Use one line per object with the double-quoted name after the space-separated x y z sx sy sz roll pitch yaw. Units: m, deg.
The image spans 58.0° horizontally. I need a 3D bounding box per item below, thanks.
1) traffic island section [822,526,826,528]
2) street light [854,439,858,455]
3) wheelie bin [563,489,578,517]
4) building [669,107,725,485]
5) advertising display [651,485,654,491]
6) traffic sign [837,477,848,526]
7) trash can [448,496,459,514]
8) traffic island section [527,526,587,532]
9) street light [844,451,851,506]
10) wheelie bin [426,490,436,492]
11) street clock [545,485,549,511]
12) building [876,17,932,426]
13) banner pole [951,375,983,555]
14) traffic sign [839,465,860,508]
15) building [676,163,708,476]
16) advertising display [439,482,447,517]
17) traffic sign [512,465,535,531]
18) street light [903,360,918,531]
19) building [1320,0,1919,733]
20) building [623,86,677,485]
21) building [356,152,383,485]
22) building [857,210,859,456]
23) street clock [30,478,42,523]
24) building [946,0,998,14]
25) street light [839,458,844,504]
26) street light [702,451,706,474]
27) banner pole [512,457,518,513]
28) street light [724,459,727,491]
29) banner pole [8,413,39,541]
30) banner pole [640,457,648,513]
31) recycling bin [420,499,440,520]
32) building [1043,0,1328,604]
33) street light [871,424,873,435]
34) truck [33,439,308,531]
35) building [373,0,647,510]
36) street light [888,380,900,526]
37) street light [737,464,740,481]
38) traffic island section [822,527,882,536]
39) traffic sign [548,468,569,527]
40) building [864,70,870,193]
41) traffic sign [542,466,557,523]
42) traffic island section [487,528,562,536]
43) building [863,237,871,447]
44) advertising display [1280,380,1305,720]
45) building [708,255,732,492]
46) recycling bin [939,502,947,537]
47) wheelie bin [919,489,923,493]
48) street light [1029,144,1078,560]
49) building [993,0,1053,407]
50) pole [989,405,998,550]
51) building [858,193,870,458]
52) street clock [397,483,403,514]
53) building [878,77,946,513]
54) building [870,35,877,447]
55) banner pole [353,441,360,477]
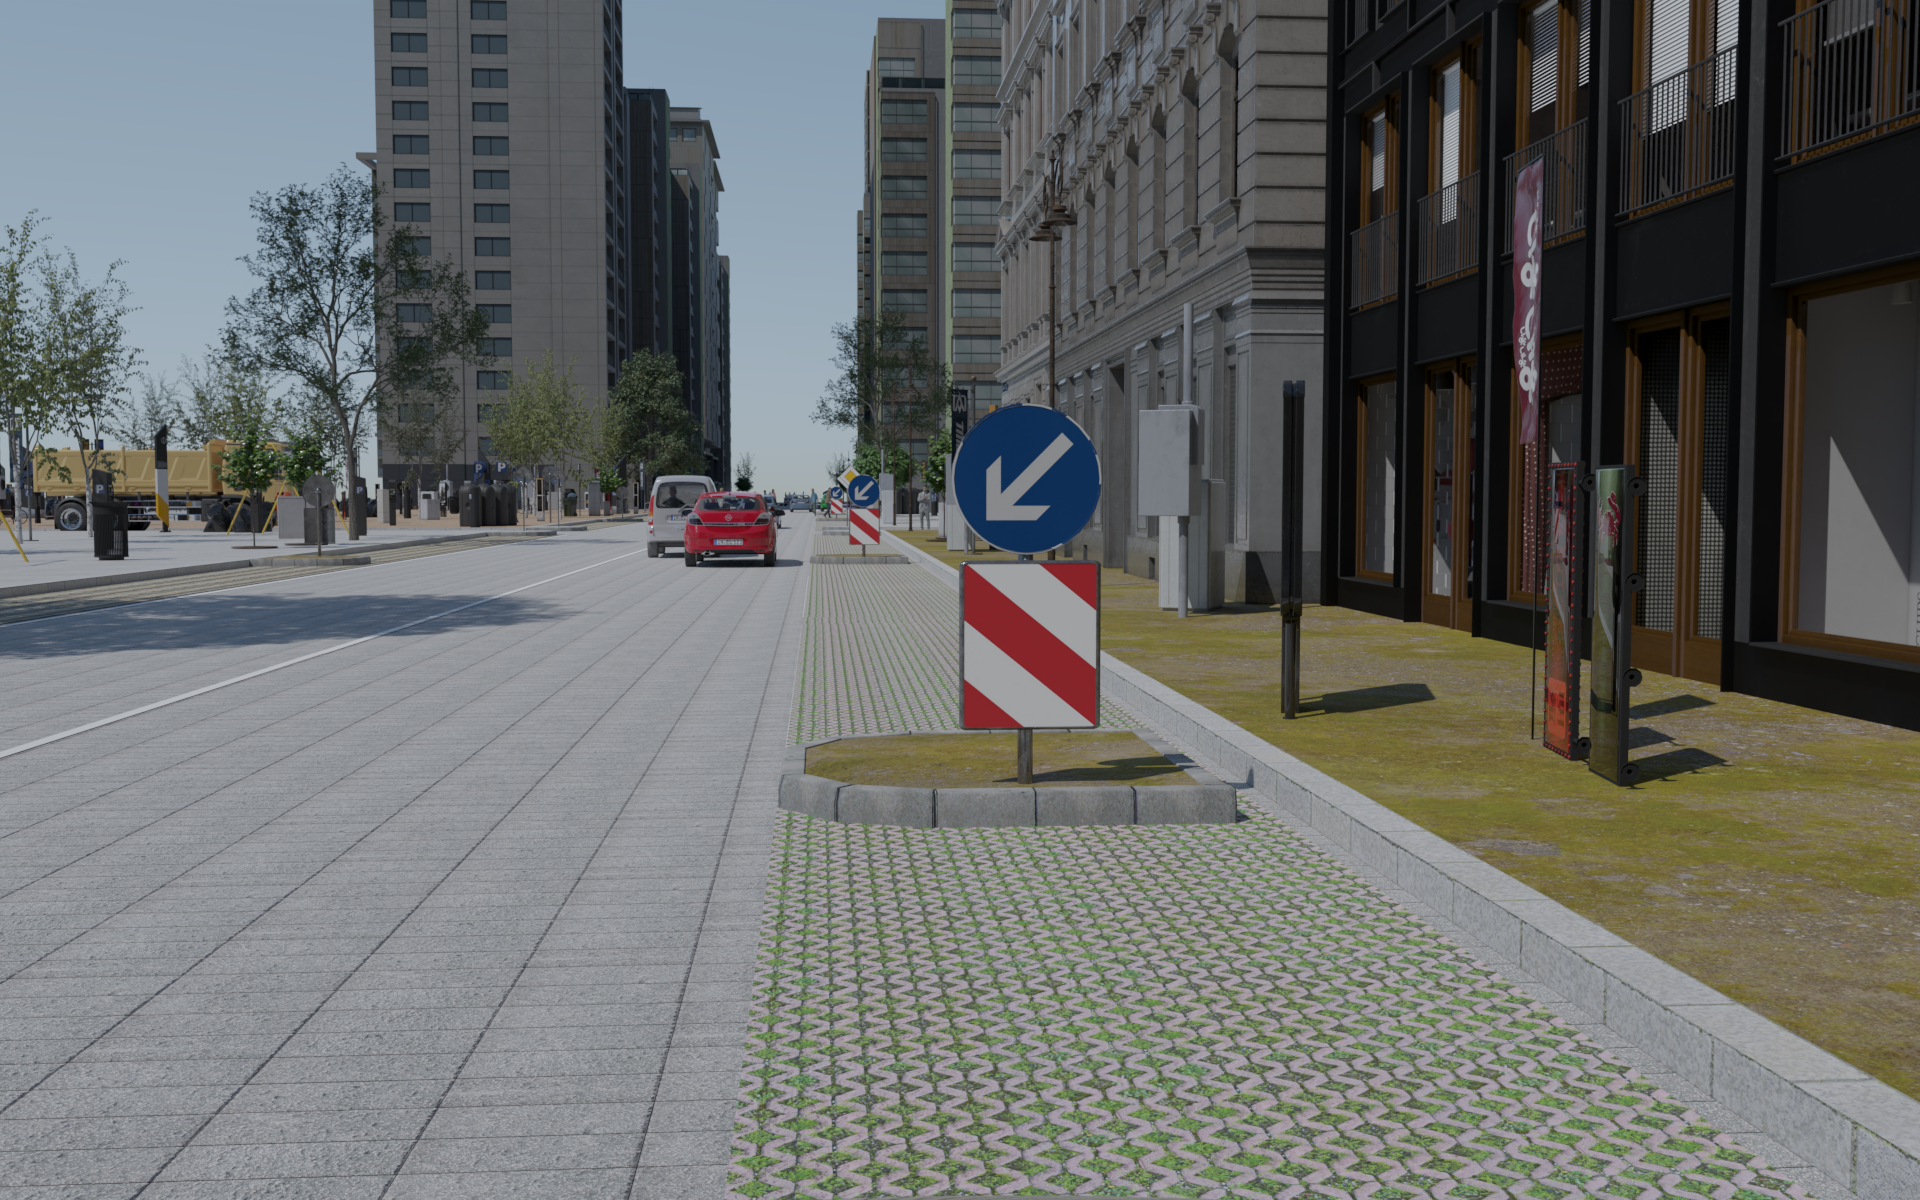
-4.441 -2.831 68.568 2.009 0.180 2.903 0 4 -5 "traffic island section"
-8.872 -10.715 147.985 0.468 5.910 1.993 0 4 -5 "street light"
-22.124 -5.526 98.263 0.980 1.594 0.693 2 4 30 "wheelie bin"
-47.995 -39.748 239.123 28.713 52.752 27.495 0 4 -5 "building"
-22.506 -7.521 128.186 0.123 1.923 0.974 2 4 29 "advertising display"
-4.463 -3.966 68.489 0.795 2.450 0.064 0 4 -5 "traffic sign"
-32.482 -6.092 111.259 0.748 1.137 0.748 0 3 0 "trash can"
-15.695 -2.776 67.661 2.009 0.180 2.903 0 4 -5 "traffic island section"
-11.787 -12.895 183.613 0.468 5.910 1.993 0 4 -5 "street light"
-37.354 -7.003 122.405 0.980 1.594 0.693 -1 4 -10 "wheelie bin"
-32.110 -7.943 134.445 0.358 2.002 0.471 2 4 30 "street clock"
-0.423 -28.731 153.345 14.154 41.232 14.086 0 4 -5 "building"
0.114 -2.842 36.481 0.863 3.779 0.401 -3 5 -41 "banner pole"
-3.816 -3.479 60.530 0.795 2.450 0.064 0 4 -5 "traffic sign"
-38.306 -32.049 207.598 14.154 41.232 14.086 0 4 -5 "building"
-28.857 -5.596 96.712 0.123 1.923 0.974 -3 4 -36 "advertising display"
-15.025 -3.425 59.642 0.795 2.450 0.064 0 4 -5 "traffic sign"
-1.708 -5.318 59.741 0.468 5.910 1.993 0 4 -5 "street light"
10.923 -11.145 11.902 12.332 23.373 15.834 0 4 -5 "building"
-35.811 -29.702 169.227 14.154 41.232 14.086 0 4 -5 "building"
-45.876 -30.341 187.949 32.217 40.220 23.993 0 4 -5 "building"
-7.937 -34.736 251.521 14.154 41.232 14.086 0 4 -5 "building"
-40.290 -4.345 75.618 0.358 2.002 0.471 3 4 39 "street clock"
6.027 -25.596 102.082 14.154 41.232 14.086 0 4 -5 "building"
-15.602 -15.798 231.089 0.468 5.910 1.993 0 4 -5 "street light"
-27.083 -12.844 182.793 0.468 5.910 1.993 0 4 -5 "street light"
-29.624 -7.666 115.349 0.401 3.779 0.863 1 4 16 "banner pole"
-30.781 -15.573 227.406 0.468 5.910 1.993 0 4 -5 "street light"
-25.578 -3.498 47.205 0.863 3.779 0.401 1 4 15 "banner pole"
-21.598 -7.827 117.994 0.401 3.779 0.863 -3 5 -40 "banner pole"
-26.268 -4.485 85.878 0.722 1.027 0.722 -3 5 -43 "recycling bin"
7.262 -10.985 28.752 9.793 20.994 18.267 0 4 -5 "building"
-5.418 -8.192 106.729 0.468 5.910 1.993 0 4 -5 "street light"
-27.729 -4.059 62.285 9.791 3.379 3.469 0 4 -4 "truck"
-37.868 -43.571 150.640 20.563 71.187 20.611 0 4 -5 "building"
-2.668 -5.969 70.380 0.468 5.910 1.993 0 4 -5 "street light"
-33.603 -17.753 263.042 0.468 5.910 1.993 0 4 -5 "street light"
-3.793 -2.344 60.609 2.009 0.180 2.903 0 4 -5 "traffic island section"
-15.672 -3.912 67.601 0.795 2.450 0.064 0 4 -5 "traffic sign"
-7.784 -52.226 292.138 20.563 71.187 20.611 0 4 -5 "building"
-18.364 -4.740 77.610 0.768 2.556 0.104 0 4 3 "traffic sign"
-15.048 -2.289 59.702 2.009 0.180 2.903 0 4 -5 "traffic island section"
-3.975 -25.982 196.502 14.160 30.474 14.107 0 4 -5 "building"
1.963 -0.308 10.244 0.123 1.923 0.974 1 4 11 "advertising display"
-45.538 -36.968 288.027 14.154 41.232 14.086 0 4 -5 "building"
-0.185 -2.426 52.215 0.722 1.027 0.722 2 4 24 "recycling bin"
-2.559 -6.399 112.536 0.980 1.594 0.693 0 4 7 "wheelie bin"
1.244 -3.095 23.398 0.468 5.910 1.993 0 4 -5 "street light"
7.211 -12.988 48.516 11.583 22.565 21.152 0 4 -5 "building"
0.775 -2.807 39.742 0.158 3.312 0.155 0 3 0 "pole"
-6.263 -33.881 237.551 14.154 41.232 14.086 0 4 -5 "building"
-35.174 -6.384 108.948 0.471 2.002 0.358 -1 4 -15 "street clock"
1.143 -21.556 124.142 14.160 30.474 14.107 0 4 -5 "building"
-1.586 -31.666 167.848 14.600 45.320 14.200 0 4 -5 "building"
-28.493 -5.619 81.880 0.401 3.779 0.863 0 4 4 "banner pole"
